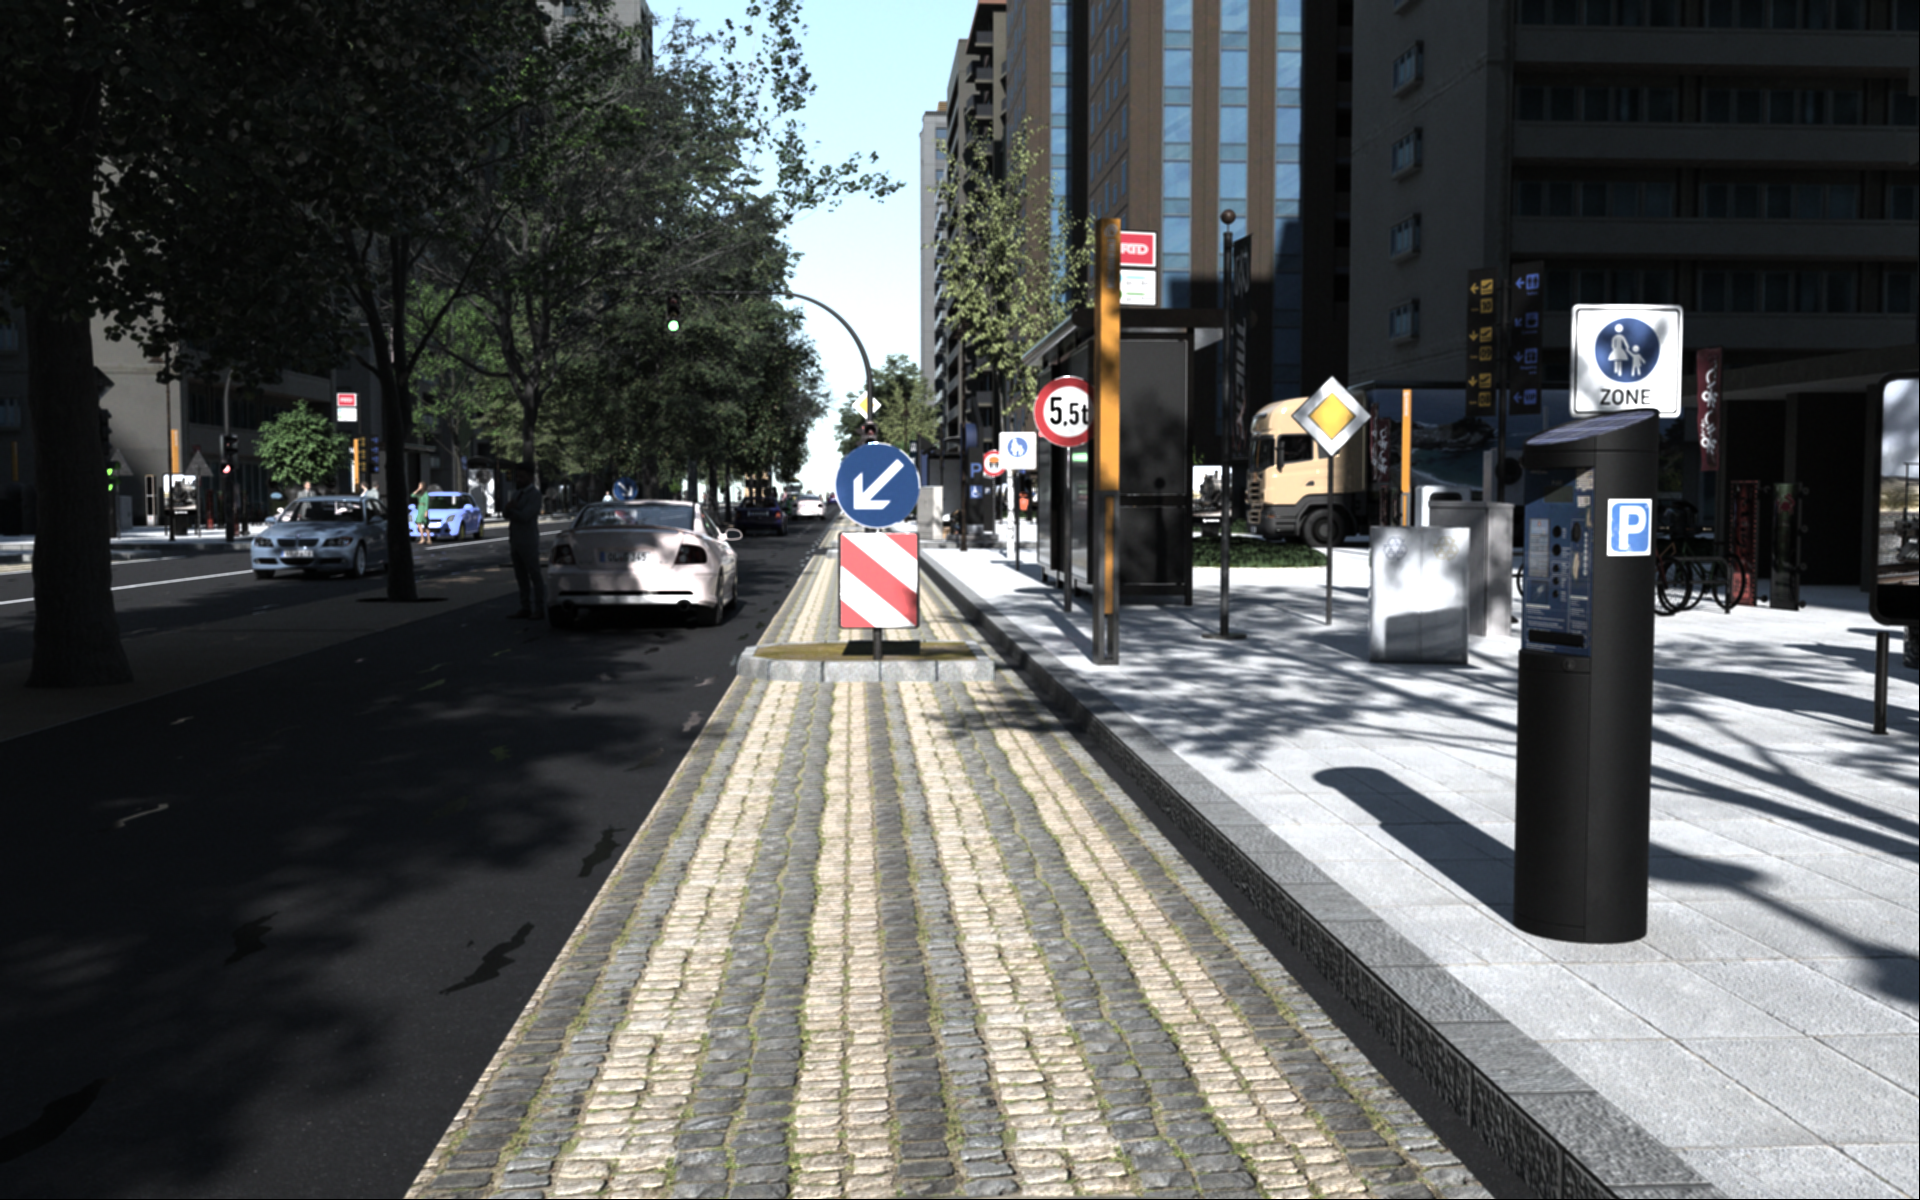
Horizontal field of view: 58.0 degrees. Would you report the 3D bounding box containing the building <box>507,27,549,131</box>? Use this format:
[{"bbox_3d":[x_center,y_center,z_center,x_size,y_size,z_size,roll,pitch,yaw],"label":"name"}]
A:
[{"bbox_3d":[-47.489,-30.180,148.062,22.147,44.769,28.867,0,4,-4],"label":"building"}]

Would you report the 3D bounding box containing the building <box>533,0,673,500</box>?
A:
[{"bbox_3d":[-52.493,-49.619,249.518,20.563,71.187,20.611,0,4,-4],"label":"building"}]

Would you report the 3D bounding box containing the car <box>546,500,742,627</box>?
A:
[{"bbox_3d":[-3.606,-0.473,20.102,2.083,1.381,4.827,0,4,-4],"label":"car"}]

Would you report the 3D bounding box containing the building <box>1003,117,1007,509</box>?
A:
[{"bbox_3d":[10.092,-22.081,132.726,14.160,30.474,14.107,0,4,-4],"label":"building"}]

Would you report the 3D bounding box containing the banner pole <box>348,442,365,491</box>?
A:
[{"bbox_3d":[-25.558,-5.111,73.581,0.863,3.779,0.401,0,4,-3],"label":"banner pole"}]

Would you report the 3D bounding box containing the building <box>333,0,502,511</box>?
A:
[{"bbox_3d":[-41.328,-27.124,127.073,14.154,41.232,14.086,0,4,-4],"label":"building"}]

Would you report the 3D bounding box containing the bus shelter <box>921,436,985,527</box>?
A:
[{"bbox_3d":[-0.295,-4.245,63.337,2.014,3.302,5.546,0,4,-4],"label":"bus shelter"}]

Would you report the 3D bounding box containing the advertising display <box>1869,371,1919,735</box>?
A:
[{"bbox_3d":[5.267,-0.230,8.969,0.974,1.923,0.123,2,4,34],"label":"advertising display"}]

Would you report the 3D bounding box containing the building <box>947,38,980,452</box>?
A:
[{"bbox_3d":[9.842,-33.956,178.882,21.300,48.544,21.600,0,4,-4],"label":"building"}]

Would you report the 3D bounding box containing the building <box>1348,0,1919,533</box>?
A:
[{"bbox_3d":[26.521,-27.025,65.557,21.600,48.544,21.300,0,4,-4],"label":"building"}]

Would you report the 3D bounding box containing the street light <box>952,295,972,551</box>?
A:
[{"bbox_3d":[0.084,-4.041,38.859,0.468,5.910,1.993,0,4,-4],"label":"street light"}]

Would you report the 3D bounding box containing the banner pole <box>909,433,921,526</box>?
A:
[{"bbox_3d":[-1.798,-4.934,70.692,0.401,3.779,0.863,-3,5,-43],"label":"banner pole"}]

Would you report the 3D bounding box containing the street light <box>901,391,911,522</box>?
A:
[{"bbox_3d":[-2.441,-6.442,78.115,0.468,5.910,1.993,0,4,-4],"label":"street light"}]

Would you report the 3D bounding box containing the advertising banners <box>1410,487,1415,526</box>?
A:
[{"bbox_3d":[10.063,-2.618,38.989,0.090,3.025,2.074,-2,4,-32],"label":"advertising banners"}]

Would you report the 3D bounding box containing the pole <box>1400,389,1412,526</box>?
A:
[{"bbox_3d":[8.708,-2.445,33.812,0.158,3.312,0.155,0,3,0],"label":"pole"}]

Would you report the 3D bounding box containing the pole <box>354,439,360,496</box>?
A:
[{"bbox_3d":[-22.306,-4.294,64.055,0.158,3.312,0.155,0,3,0],"label":"pole"}]

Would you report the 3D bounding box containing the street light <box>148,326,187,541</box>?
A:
[{"bbox_3d":[-21.577,-4.555,47.255,0.468,5.910,1.993,0,4,-4],"label":"street light"}]

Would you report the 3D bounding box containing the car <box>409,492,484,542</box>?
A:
[{"bbox_3d":[-15.864,-2.672,53.275,1.945,1.707,3.694,0,4,-2],"label":"car"}]

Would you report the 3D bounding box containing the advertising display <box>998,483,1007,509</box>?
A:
[{"bbox_3d":[2.663,-5.797,99.991,0.123,1.923,0.974,3,4,38],"label":"advertising display"}]

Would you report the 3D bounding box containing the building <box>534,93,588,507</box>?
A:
[{"bbox_3d":[-44.967,-29.749,169.984,14.154,41.232,14.086,0,4,-4],"label":"building"}]

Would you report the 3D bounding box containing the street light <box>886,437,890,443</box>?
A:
[{"bbox_3d":[-5.067,-9.117,121.844,0.468,5.910,1.993,0,4,-4],"label":"street light"}]

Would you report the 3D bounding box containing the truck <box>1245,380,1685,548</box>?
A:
[{"bbox_3d":[12.361,-3.368,43.973,11.283,4.237,2.839,0,4,-3],"label":"truck"}]

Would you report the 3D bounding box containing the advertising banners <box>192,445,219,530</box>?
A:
[{"bbox_3d":[-27.037,-4.048,62.377,0.090,3.025,2.074,0,4,7],"label":"advertising banners"}]

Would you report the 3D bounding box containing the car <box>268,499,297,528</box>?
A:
[{"bbox_3d":[-19.687,-2.492,53.103,2.083,1.381,4.827,0,4,-4],"label":"car"}]

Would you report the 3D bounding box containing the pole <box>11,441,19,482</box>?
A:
[{"bbox_3d":[-36.658,-4.488,67.224,0.158,3.312,0.155,0,3,0],"label":"pole"}]

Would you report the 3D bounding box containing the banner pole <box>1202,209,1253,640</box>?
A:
[{"bbox_3d":[2.396,-1.535,15.115,0.401,3.779,0.863,-1,4,-9],"label":"banner pole"}]

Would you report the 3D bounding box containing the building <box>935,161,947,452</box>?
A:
[{"bbox_3d":[8.046,-37.824,238.031,23.786,49.044,30.456,0,4,-4],"label":"building"}]

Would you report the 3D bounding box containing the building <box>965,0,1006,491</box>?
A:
[{"bbox_3d":[11.852,-30.536,153.887,22.147,44.769,28.867,0,4,-4],"label":"building"}]

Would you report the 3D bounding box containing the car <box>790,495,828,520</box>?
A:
[{"bbox_3d":[-8.354,-5.093,95.627,2.083,1.381,4.827,0,4,-4],"label":"car"}]

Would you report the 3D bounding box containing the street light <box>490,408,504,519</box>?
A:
[{"bbox_3d":[-24.183,-7.208,90.638,0.468,5.910,1.993,0,4,-4],"label":"street light"}]

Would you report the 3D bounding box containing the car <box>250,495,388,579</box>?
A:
[{"bbox_3d":[-11.152,-1.149,30.785,2.014,1.417,4.499,0,4,-5],"label":"car"}]

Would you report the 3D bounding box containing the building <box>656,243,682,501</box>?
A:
[{"bbox_3d":[-50.952,-35.765,268.350,14.154,41.232,14.086,0,4,-4],"label":"building"}]

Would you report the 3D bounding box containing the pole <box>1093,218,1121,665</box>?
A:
[{"bbox_3d":[1.098,-1.169,12.952,0.158,3.312,0.155,0,3,0],"label":"pole"}]

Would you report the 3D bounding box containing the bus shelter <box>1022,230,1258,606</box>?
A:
[{"bbox_3d":[2.081,-2.829,23.885,2.179,5.291,8.768,0,4,-3],"label":"bus shelter"}]

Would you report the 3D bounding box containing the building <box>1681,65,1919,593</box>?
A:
[{"bbox_3d":[21.946,-21.940,13.340,22.147,44.769,28.867,0,4,-4],"label":"building"}]

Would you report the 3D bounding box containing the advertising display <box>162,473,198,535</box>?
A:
[{"bbox_3d":[-24.236,-2.973,53.830,0.974,1.923,0.123,-2,4,-24],"label":"advertising display"}]

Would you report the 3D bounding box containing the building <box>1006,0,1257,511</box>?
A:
[{"bbox_3d":[10.556,-28.416,114.715,14.600,45.320,14.200,0,4,-4],"label":"building"}]

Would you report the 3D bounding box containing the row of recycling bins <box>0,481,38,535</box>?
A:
[{"bbox_3d":[-29.533,-2.919,54.841,3.534,1.692,1.069,1,4,12],"label":"row of recycling bins"}]

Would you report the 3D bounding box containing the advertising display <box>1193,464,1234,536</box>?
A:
[{"bbox_3d":[5.377,-1.958,37.224,0.974,1.923,0.123,0,4,-2],"label":"advertising display"}]

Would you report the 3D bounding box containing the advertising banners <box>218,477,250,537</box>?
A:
[{"bbox_3d":[-21.953,-3.442,52.465,0.090,3.025,2.074,0,4,-3],"label":"advertising banners"}]

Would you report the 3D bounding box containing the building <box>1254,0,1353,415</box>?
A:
[{"bbox_3d":[14.181,-26.659,85.993,14.600,45.320,14.200,0,4,-4],"label":"building"}]

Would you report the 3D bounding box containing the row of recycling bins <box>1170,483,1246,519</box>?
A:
[{"bbox_3d":[9.354,-3.570,65.477,3.534,1.692,1.069,-2,4,-35],"label":"row of recycling bins"}]

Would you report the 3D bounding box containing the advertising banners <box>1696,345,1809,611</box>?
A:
[{"bbox_3d":[9.023,-1.447,19.851,0.090,3.025,2.074,-1,4,-10],"label":"advertising banners"}]

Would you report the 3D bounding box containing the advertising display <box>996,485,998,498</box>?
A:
[{"bbox_3d":[2.746,-7.019,119.970,0.123,1.923,0.974,-2,4,-25],"label":"advertising display"}]

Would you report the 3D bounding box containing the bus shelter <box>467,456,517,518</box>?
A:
[{"bbox_3d":[-25.780,-6.184,95.028,2.014,3.302,5.546,0,4,-4],"label":"bus shelter"}]

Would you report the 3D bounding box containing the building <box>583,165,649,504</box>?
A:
[{"bbox_3d":[-51.653,-34.916,225.498,22.147,44.769,28.867,0,4,-4],"label":"building"}]

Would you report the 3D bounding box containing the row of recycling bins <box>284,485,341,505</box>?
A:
[{"bbox_3d":[-28.324,-4.213,76.000,1.069,1.692,3.534,1,4,14],"label":"row of recycling bins"}]

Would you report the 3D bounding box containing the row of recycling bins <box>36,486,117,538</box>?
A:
[{"bbox_3d":[-25.909,-2.689,51.085,3.534,1.692,1.069,3,5,42],"label":"row of recycling bins"}]

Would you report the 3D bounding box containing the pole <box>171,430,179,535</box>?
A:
[{"bbox_3d":[-24.809,-3.728,54.798,0.158,3.312,0.155,0,3,0],"label":"pole"}]

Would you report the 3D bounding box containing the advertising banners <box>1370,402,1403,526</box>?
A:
[{"bbox_3d":[7.956,-2.217,32.433,0.090,3.025,2.074,0,4,-2],"label":"advertising banners"}]

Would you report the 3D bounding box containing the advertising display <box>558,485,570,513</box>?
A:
[{"bbox_3d":[-27.338,-6.988,119.459,0.123,1.923,0.974,2,4,35],"label":"advertising display"}]

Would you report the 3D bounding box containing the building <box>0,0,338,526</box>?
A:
[{"bbox_3d":[-42.300,-27.758,77.544,21.300,48.544,21.600,0,4,-4],"label":"building"}]

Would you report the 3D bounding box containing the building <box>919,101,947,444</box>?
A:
[{"bbox_3d":[4.333,-44.338,266.927,21.231,58.520,28.212,0,4,-4],"label":"building"}]

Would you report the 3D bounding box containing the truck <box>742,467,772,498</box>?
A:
[{"bbox_3d":[-20.026,-11.199,172.014,2.839,4.237,11.283,0,4,-5],"label":"truck"}]

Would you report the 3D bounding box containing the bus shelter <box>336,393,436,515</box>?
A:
[{"bbox_3d":[-23.721,-5.731,71.336,2.179,5.291,8.768,0,4,-3],"label":"bus shelter"}]

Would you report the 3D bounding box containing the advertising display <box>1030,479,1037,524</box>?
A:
[{"bbox_3d":[3.410,-4.165,73.313,0.974,1.923,0.123,-2,4,-28],"label":"advertising display"}]
